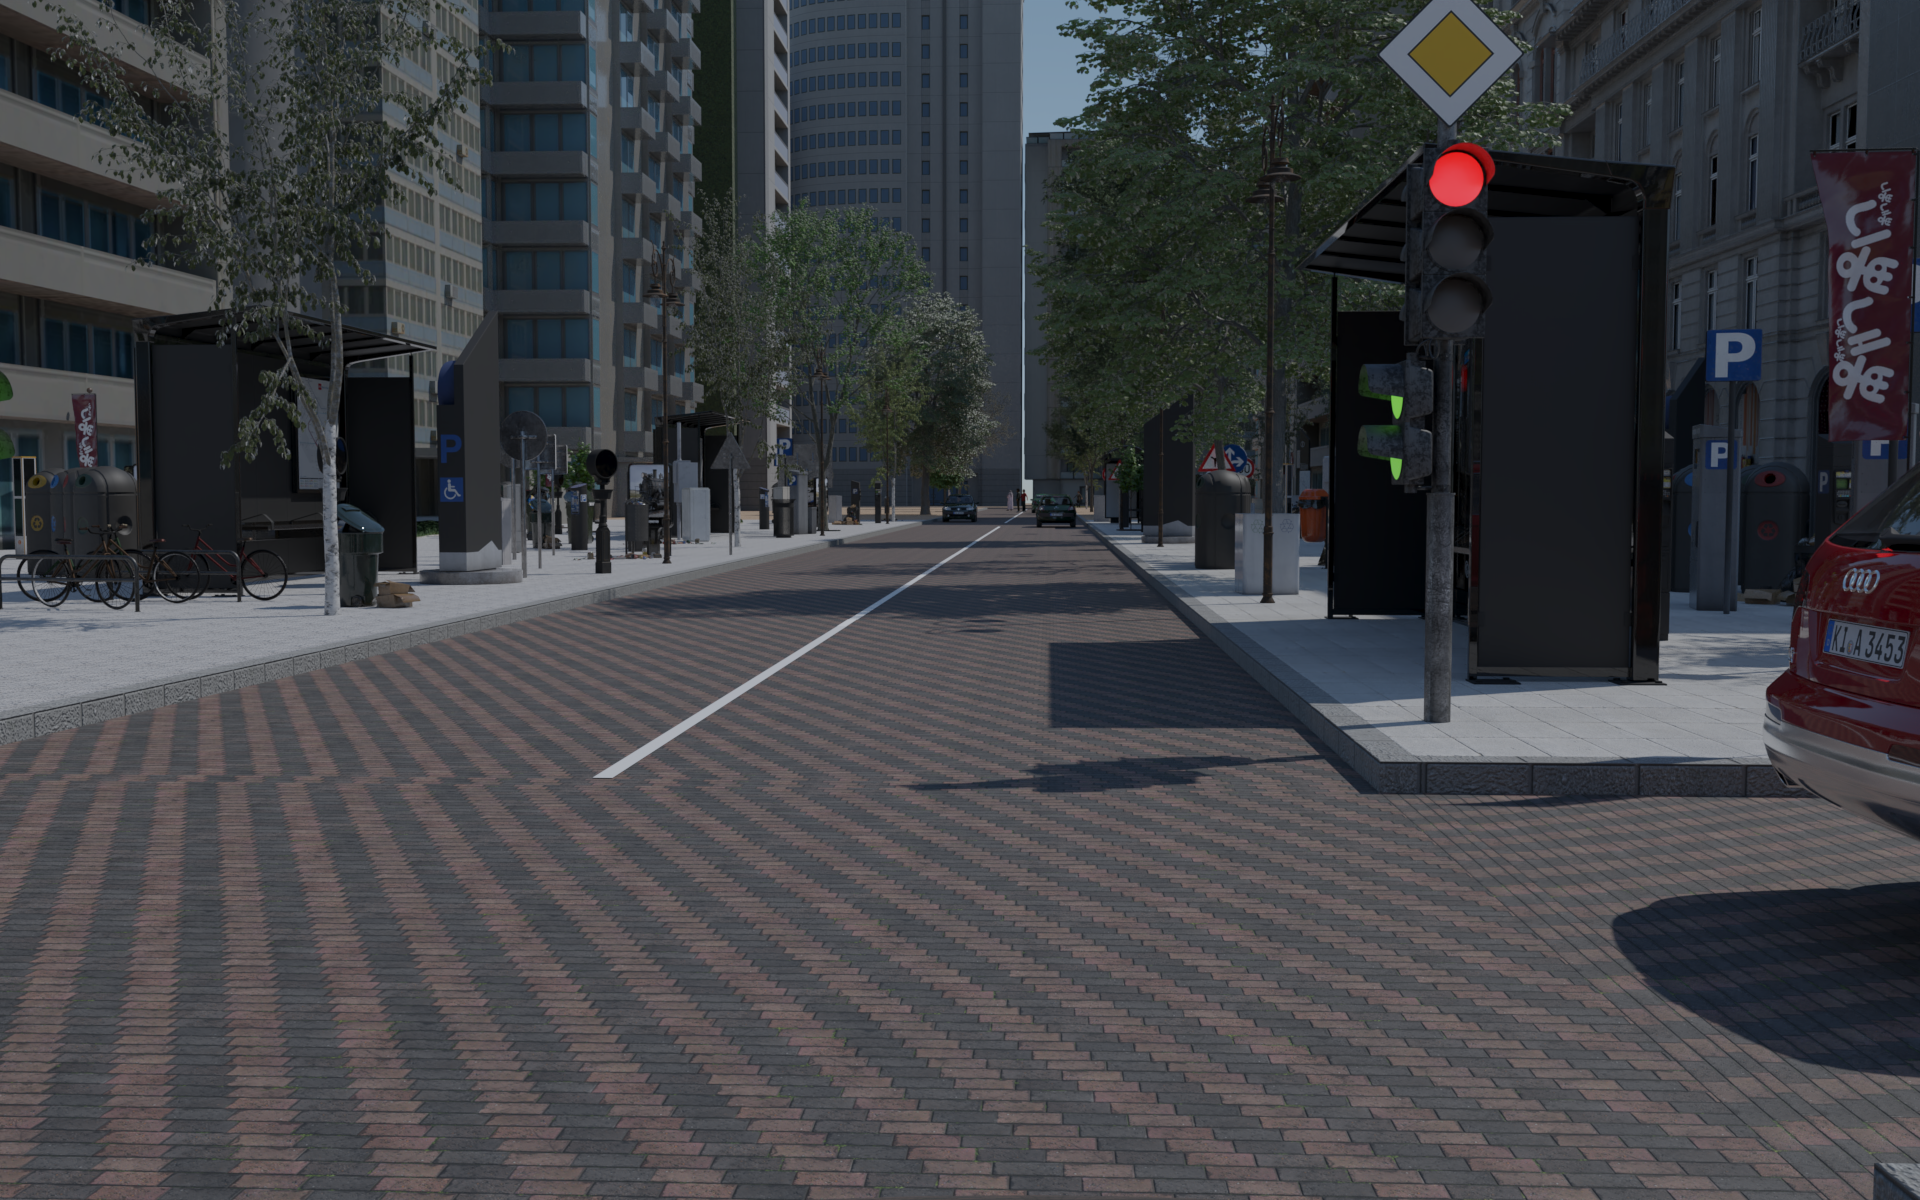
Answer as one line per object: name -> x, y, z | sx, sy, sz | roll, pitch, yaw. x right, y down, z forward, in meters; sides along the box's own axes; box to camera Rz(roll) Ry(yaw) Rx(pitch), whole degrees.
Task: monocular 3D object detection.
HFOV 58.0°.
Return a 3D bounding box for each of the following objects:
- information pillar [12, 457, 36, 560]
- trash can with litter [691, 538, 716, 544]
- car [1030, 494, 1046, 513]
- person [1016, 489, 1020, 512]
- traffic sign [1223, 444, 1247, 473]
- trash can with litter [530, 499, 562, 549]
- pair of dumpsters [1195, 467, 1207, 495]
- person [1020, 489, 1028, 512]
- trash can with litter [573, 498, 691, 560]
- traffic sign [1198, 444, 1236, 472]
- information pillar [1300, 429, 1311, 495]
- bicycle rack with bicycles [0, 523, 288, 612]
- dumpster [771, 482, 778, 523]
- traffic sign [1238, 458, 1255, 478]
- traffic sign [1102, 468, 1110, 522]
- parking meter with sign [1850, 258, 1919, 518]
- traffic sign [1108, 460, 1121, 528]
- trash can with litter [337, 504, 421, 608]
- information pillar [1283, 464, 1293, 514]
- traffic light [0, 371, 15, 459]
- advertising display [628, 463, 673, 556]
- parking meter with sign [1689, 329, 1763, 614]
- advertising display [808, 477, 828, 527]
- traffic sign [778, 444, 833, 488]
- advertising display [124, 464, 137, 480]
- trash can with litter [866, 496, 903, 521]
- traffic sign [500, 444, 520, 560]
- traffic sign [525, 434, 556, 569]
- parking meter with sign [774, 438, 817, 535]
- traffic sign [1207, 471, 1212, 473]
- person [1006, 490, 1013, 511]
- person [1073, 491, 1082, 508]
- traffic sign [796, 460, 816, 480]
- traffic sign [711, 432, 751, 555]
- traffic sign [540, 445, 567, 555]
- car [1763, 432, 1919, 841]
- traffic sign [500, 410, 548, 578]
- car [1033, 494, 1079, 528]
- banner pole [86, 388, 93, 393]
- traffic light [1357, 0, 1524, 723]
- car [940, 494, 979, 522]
information pillar -> -18.365, -1.807, 34.037 | 0.304, 2.012, 0.304 | 2, 4, 28
trash can with litter -> -7.397, -2.038, 44.381 | 2.233, 1.210, 1.678 | 0, 4, 4
car -> 6.336, -7.269, 130.654 | 2.131, 1.459, 4.920 | 0, 4, 4
person -> 4.507, -7.761, 135.022 | 0.705, 1.869, 1.348 | 0, 4, 3
traffic sign -> 6.960, -2.707, 44.357 | 0.768, 2.556, 0.104 | 0, 4, 7
trash can with litter -> -9.668, -1.793, 40.696 | 0.624, 1.170, 1.055 | -3, 5, -41
pair of dumpsters -> 8.633, -3.746, 63.744 | 1.574, 2.255, 4.437 | 0, 4, 3
person -> 5.052, -7.912, 137.800 | 0.705, 1.831, 1.348 | -2, 4, -33
trash can with litter -> -6.809, -1.427, 34.397 | 2.233, 1.210, 1.678 | -3, 5, -43
traffic sign -> 6.052, -2.499, 40.859 | 0.884, 2.594, 0.081 | 0, 4, 7
information pillar -> 12.320, -4.316, 61.918 | 0.183, 3.616, 0.504 | -2, 4, -29
bicycle rack with bicycles -> -9.732, -0.407, 20.034 | 2.925, 0.926, 2.852 | 1, 4, 14
dumpster -> -7.595, -4.300, 76.068 | 1.264, 1.857, 1.865 | 0, 4, 3
traffic sign -> 9.794, -3.652, 59.822 | 0.768, 2.556, 0.104 | 0, 4, 7
traffic sign -> 6.795, -4.776, 78.193 | 0.768, 2.556, 0.104 | 0, 4, 6
parking meter with sign -> 7.314, -1.066, 13.683 | 0.543, 3.016, 1.738 | 2, 4, 25
traffic sign -> 6.058, -4.016, 65.663 | 0.884, 2.594, 0.081 | 1, 4, 10
trash can with litter -> -6.655, -0.511, 19.744 | 1.055, 1.170, 0.624 | 1, 4, 18
information pillar -> 7.827, -2.286, 41.872 | 0.304, 2.012, 0.304 | 3, 4, 38
traffic light -> -6.027, -1.295, 10.097 | 0.839, 4.253, 0.868 | 0, 4, 3
advertising display -> -6.427, -1.883, 35.999 | 0.974, 1.923, 0.123 | 1, 4, 16
parking meter with sign -> 8.411, -1.404, 19.209 | 0.543, 3.016, 1.738 | 1, 4, 16
advertising display -> -5.693, -3.785, 67.106 | 0.974, 1.923, 0.123 | 0, 4, 1
traffic sign -> -6.347, -4.712, 70.911 | 2.265, 3.308, 0.079 | 0, 4, 4
advertising display -> -18.484, -2.062, 38.926 | 0.974, 1.923, 0.123 | 3, 5, 39
trash can with litter -> -3.518, -4.343, 82.063 | 1.678, 1.210, 2.233 | -1, 4, -9
traffic sign -> -8.699, -2.057, 33.739 | 0.768, 2.556, 0.104 | 1, 4, 9
traffic sign -> -7.223, -1.688, 29.733 | 0.606, 2.300, 0.079 | 1, 4, 12
parking meter with sign -> -5.127, -3.586, 54.892 | 0.543, 3.016, 1.738 | 2, 4, 23
traffic sign -> 10.228, -4.203, 69.900 | 0.795, 2.450, 0.064 | 0, 4, 4
person -> 4.308, -8.539, 148.787 | 0.621, 1.740, 0.551 | 3, 5, 42
person -> 11.232, -9.537, 165.138 | 0.721, 1.735, 1.217 | -3, 5, -41
traffic sign -> -5.785, -3.981, 65.194 | 0.768, 2.556, 0.104 | 0, 4, 5
traffic sign -> -4.827, -2.226, 36.392 | 0.884, 2.594, 0.081 | 1, 4, 13
traffic sign -> -8.479, -2.077, 36.082 | 0.606, 2.300, 0.079 | 0, 4, 4
car -> 5.372, 0.206, 5.299 | 5.304, 1.827, 2.281 | 0, 4, 4
traffic sign -> -6.667, -1.610, 26.428 | 0.768, 2.556, 0.104 | 0, 4, 7
car -> 4.184, -4.014, 75.422 | 2.009, 1.686, 4.222 | 0, 4, 3
banner pole -> -20.450, -3.096, 40.631 | 0.401, 3.779, 0.863 | 0, 4, -8
traffic light -> 2.673, -1.268, 9.658 | 0.839, 4.253, 0.868 | 0, 4, 3
car -> 0.002, -4.859, 89.238 | 2.009, 1.686, 4.222 | 0, 4, 2
